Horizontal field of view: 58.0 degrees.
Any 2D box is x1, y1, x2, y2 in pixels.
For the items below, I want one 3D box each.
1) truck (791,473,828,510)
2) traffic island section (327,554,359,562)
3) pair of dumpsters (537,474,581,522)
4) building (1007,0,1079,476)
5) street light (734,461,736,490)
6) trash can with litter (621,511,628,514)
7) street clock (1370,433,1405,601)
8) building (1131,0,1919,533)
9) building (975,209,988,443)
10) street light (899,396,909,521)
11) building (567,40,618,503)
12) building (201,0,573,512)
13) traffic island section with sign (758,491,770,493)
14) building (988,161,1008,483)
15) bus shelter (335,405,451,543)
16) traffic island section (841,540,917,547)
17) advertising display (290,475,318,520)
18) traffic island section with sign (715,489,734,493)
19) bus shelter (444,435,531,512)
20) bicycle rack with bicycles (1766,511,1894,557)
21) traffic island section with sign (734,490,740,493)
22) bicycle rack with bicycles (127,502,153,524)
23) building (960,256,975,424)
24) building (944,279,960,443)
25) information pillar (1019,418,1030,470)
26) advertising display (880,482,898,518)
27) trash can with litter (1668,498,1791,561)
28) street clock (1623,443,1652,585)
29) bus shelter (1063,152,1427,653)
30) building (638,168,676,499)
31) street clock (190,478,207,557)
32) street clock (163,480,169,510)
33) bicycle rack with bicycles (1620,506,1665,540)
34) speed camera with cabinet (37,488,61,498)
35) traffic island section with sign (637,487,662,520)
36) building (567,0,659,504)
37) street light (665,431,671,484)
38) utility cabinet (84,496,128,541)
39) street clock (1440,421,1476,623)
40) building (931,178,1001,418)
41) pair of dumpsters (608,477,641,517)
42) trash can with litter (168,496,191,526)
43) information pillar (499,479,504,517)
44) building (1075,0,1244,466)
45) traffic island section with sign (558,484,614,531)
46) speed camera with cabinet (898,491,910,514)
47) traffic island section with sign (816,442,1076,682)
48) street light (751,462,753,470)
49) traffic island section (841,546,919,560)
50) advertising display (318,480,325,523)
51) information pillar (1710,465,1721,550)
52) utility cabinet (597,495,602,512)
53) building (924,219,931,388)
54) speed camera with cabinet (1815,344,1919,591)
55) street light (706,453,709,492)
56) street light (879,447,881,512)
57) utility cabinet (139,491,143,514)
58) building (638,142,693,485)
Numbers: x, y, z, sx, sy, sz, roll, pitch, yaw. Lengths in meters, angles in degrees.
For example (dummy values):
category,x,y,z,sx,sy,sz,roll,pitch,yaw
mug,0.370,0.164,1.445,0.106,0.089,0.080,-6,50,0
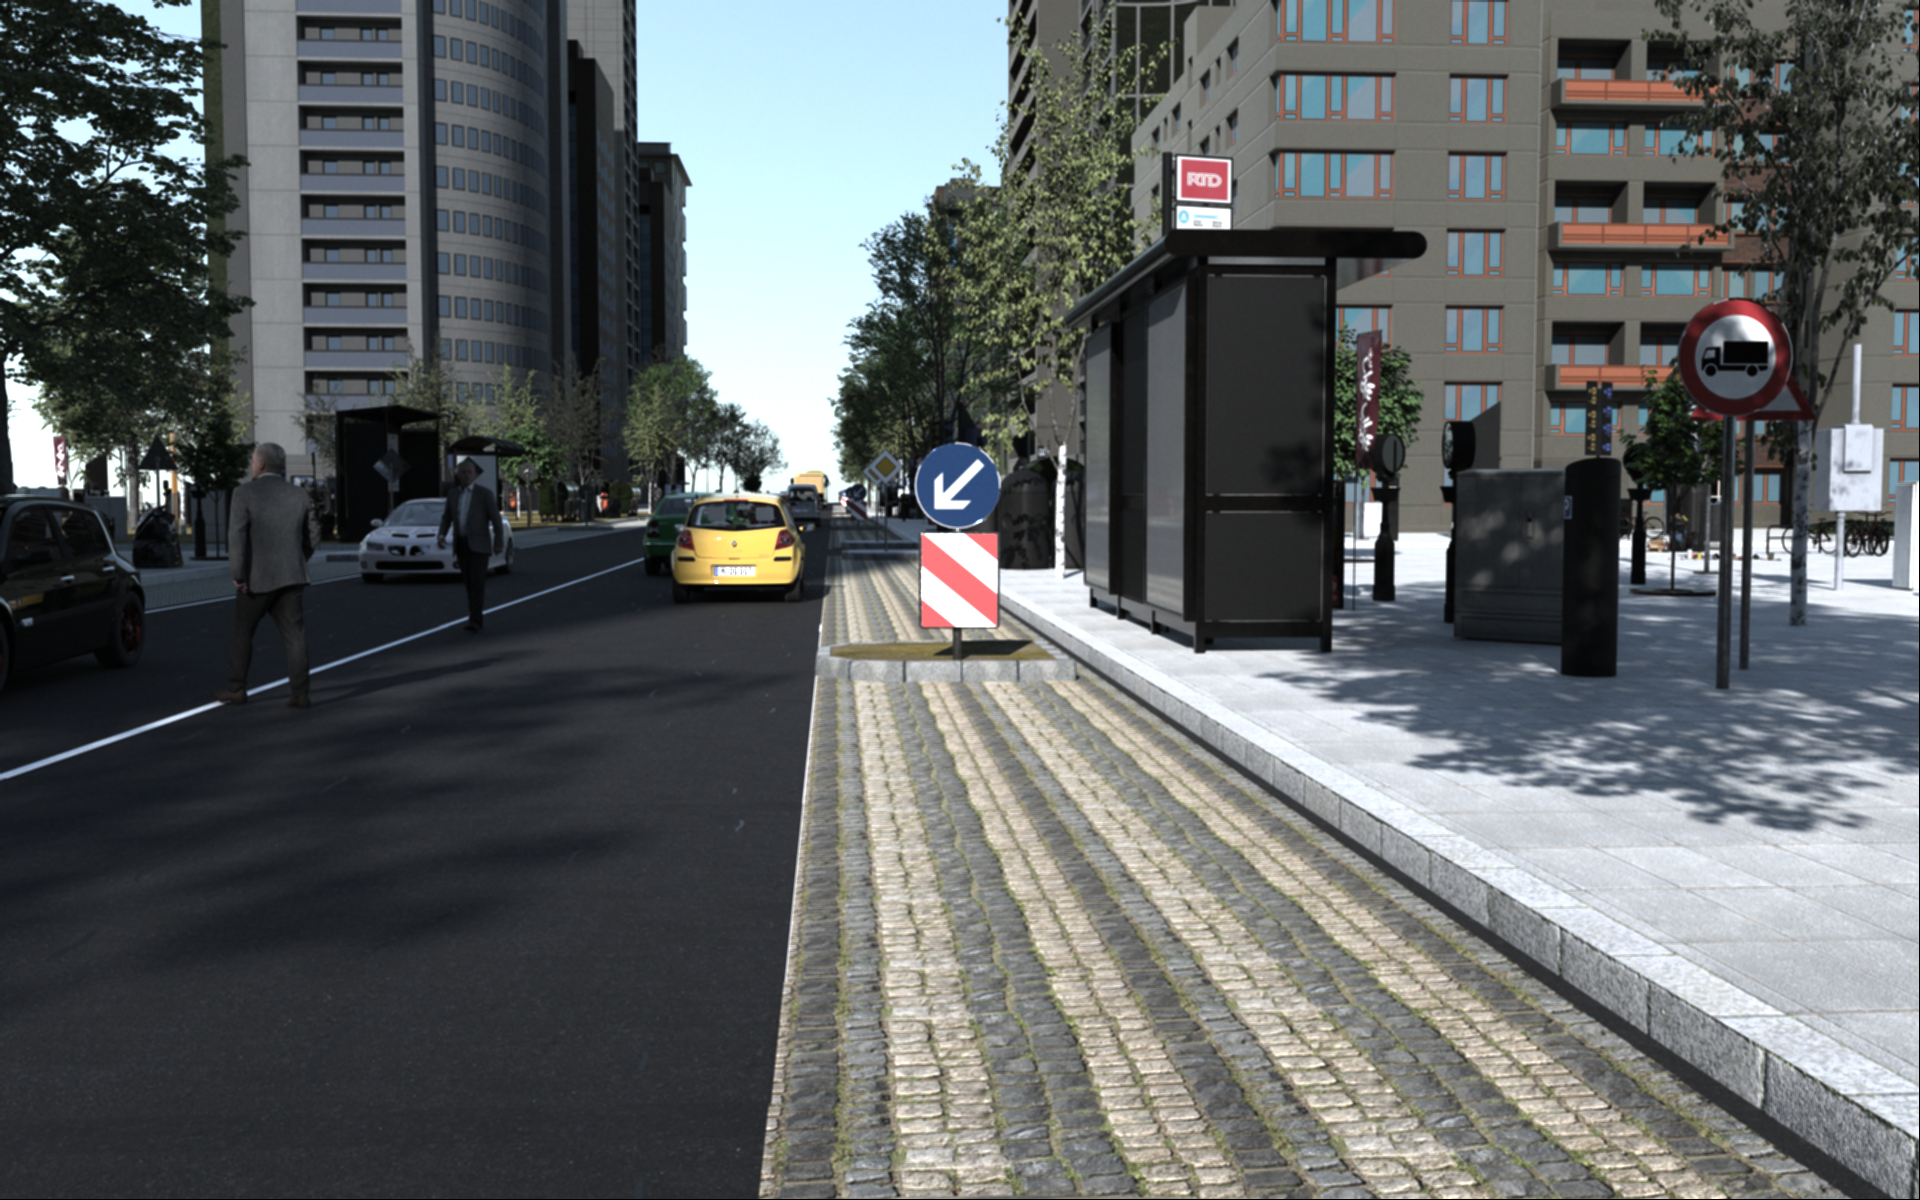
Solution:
category,x,y,z,sx,sy,sz,roll,pitch,yaw
truck,-13.669,-9.860,157.137,3.469,3.379,9.791,0,4,-5
traffic island section,-12.448,-0.958,37.950,2.009,0.180,2.903,0,4,-4
pair of dumpsters,-18.653,-4.769,80.471,1.574,2.255,4.437,0,4,-4
building,15.364,-31.238,134.450,21.300,48.544,21.600,0,4,-4
street light,-26.599,-14.213,205.163,0.468,5.910,1.993,0,4,-4
trash can with litter,-21.707,-6.080,110.794,1.055,1.170,0.624,0,4,-8
street clock,5.096,-0.990,20.763,0.471,2.002,0.358,-3,5,-41
building,23.666,-13.831,71.170,28.899,21.520,27.650,0,4,-4
building,9.364,-24.154,166.611,14.160,30.474,14.107,0,4,-4
street light,-2.650,-6.666,81.780,0.468,5.910,1.993,0,4,-4
building,-42.642,-32.112,175.146,14.600,45.320,14.200,0,4,-4
building,-42.607,-36.095,132.158,21.231,58.520,28.212,0,4,-4
traffic island section with sign,-26.170,-13.363,227.105,1.989,1.847,2.006,0,4,-4
building,10.363,-23.294,152.565,14.160,30.474,14.107,0,4,-4
bus shelter,-15.802,-3.507,48.623,1.731,3.624,6.357,0,4,-4
traffic island section,-2.212,-1.493,46.690,2.009,0.180,2.903,0,4,-4
advertising display,-22.831,-3.363,60.196,0.123,1.923,0.974,2,4,27
traffic island section with sign,-20.272,-8.384,145.713,1.989,1.847,2.006,0,4,-4
bus shelter,-17.001,-4.202,62.624,2.014,3.302,5.546,0,4,-4
bicycle rack with bicycles,18.636,-1.417,36.558,2.925,0.926,2.852,-2,4,-28
traffic island section with sign,-22.220,-10.029,172.598,1.989,1.847,2.006,0,4,-4
bicycle rack with bicycles,-35.277,-3.700,73.883,2.852,0.926,2.925,0,4,6
building,7.875,-25.023,180.833,14.160,30.474,14.107,0,4,-4
building,4.774,-28.106,231.235,14.160,30.474,14.107,0,4,-4
information pillar,1.898,-3.651,51.052,0.183,3.616,0.504,-2,4,-29
advertising display,-3.853,-5.432,94.030,0.974,1.923,0.123,0,4,-8
trash can with litter,15.154,-1.397,33.891,2.233,1.210,1.678,2,4,31
street clock,9.656,-1.225,24.606,0.471,2.002,0.358,1,4,18
bus shelter,2.369,-2.475,18.092,2.179,5.291,8.768,0,4,-4
building,-47.298,-36.148,241.127,14.600,45.320,14.200,0,4,-4
street clock,-15.578,-1.890,35.467,0.358,2.002,0.471,-3,4,-36
street clock,-41.378,-5.242,90.277,0.358,2.002,0.471,-2,4,-29
bicycle rack with bicycles,18.448,-2.228,49.816,2.925,0.926,2.852,3,4,37
speed camera with cabinet,-25.442,-3.212,46.854,0.660,3.252,2.038,2,4,27
traffic island section with sign,-16.574,-5.267,94.738,1.989,1.847,2.006,0,4,-4
building,-49.864,-47.963,222.451,20.563,71.187,20.611,0,4,-4
street light,-20.669,-9.163,122.608,0.468,5.910,1.993,0,4,-4
utility cabinet,-23.214,-2.196,47.073,1.020,1.237,0.306,-1,4,-20
street clock,4.950,-0.775,17.240,0.358,2.002,0.471,0,4,3
building,3.154,-36.398,245.217,14.600,45.320,14.200,0,4,-4
pair of dumpsters,-19.403,-5.963,99.994,1.574,2.255,4.437,0,4,-4
trash can with litter,-31.004,-3.567,69.372,2.233,1.210,1.678,-1,4,-18
information pillar,-21.750,-4.727,81.775,0.304,2.012,0.304,-2,4,-31
building,16.895,-41.050,109.420,20.563,71.187,20.611,0,4,-4
traffic island section with sign,-14.633,-3.622,67.853,1.989,1.847,2.006,0,4,-4
speed camera with cabinet,-2.580,-6.550,101.422,2.038,3.252,0.660,1,4,18
traffic island section with sign,-0.175,-0.332,14.062,1.989,1.847,2.006,0,4,-4
street light,-29.287,-16.572,243.745,0.468,5.910,1.993,0,4,-4
traffic island section,-1.635,-1.006,38.726,2.009,0.180,2.903,0,4,-4
advertising display,-29.068,-4.450,77.966,0.974,1.923,0.123,-2,4,-32
information pillar,17.444,-2.165,39.887,0.304,2.012,0.304,-2,4,-27
utility cabinet,-19.723,-5.110,94.708,0.306,1.237,1.020,-1,4,-12
building,5.882,-37.469,267.235,22.147,44.769,28.867,0,4,-4
speed camera with cabinet,12.554,-1.759,23.095,2.038,3.252,0.660,0,4,5
street light,-23.431,-11.489,160.626,0.468,5.910,1.993,0,4,-4
street light,-5.618,-9.060,120.916,0.468,5.910,1.993,0,4,-4
utility cabinet,-51.966,-6.180,109.722,0.318,1.500,1.173,-1,4,-23
building,-55.619,-41.135,261.789,28.713,52.752,27.495,0,4,-4
